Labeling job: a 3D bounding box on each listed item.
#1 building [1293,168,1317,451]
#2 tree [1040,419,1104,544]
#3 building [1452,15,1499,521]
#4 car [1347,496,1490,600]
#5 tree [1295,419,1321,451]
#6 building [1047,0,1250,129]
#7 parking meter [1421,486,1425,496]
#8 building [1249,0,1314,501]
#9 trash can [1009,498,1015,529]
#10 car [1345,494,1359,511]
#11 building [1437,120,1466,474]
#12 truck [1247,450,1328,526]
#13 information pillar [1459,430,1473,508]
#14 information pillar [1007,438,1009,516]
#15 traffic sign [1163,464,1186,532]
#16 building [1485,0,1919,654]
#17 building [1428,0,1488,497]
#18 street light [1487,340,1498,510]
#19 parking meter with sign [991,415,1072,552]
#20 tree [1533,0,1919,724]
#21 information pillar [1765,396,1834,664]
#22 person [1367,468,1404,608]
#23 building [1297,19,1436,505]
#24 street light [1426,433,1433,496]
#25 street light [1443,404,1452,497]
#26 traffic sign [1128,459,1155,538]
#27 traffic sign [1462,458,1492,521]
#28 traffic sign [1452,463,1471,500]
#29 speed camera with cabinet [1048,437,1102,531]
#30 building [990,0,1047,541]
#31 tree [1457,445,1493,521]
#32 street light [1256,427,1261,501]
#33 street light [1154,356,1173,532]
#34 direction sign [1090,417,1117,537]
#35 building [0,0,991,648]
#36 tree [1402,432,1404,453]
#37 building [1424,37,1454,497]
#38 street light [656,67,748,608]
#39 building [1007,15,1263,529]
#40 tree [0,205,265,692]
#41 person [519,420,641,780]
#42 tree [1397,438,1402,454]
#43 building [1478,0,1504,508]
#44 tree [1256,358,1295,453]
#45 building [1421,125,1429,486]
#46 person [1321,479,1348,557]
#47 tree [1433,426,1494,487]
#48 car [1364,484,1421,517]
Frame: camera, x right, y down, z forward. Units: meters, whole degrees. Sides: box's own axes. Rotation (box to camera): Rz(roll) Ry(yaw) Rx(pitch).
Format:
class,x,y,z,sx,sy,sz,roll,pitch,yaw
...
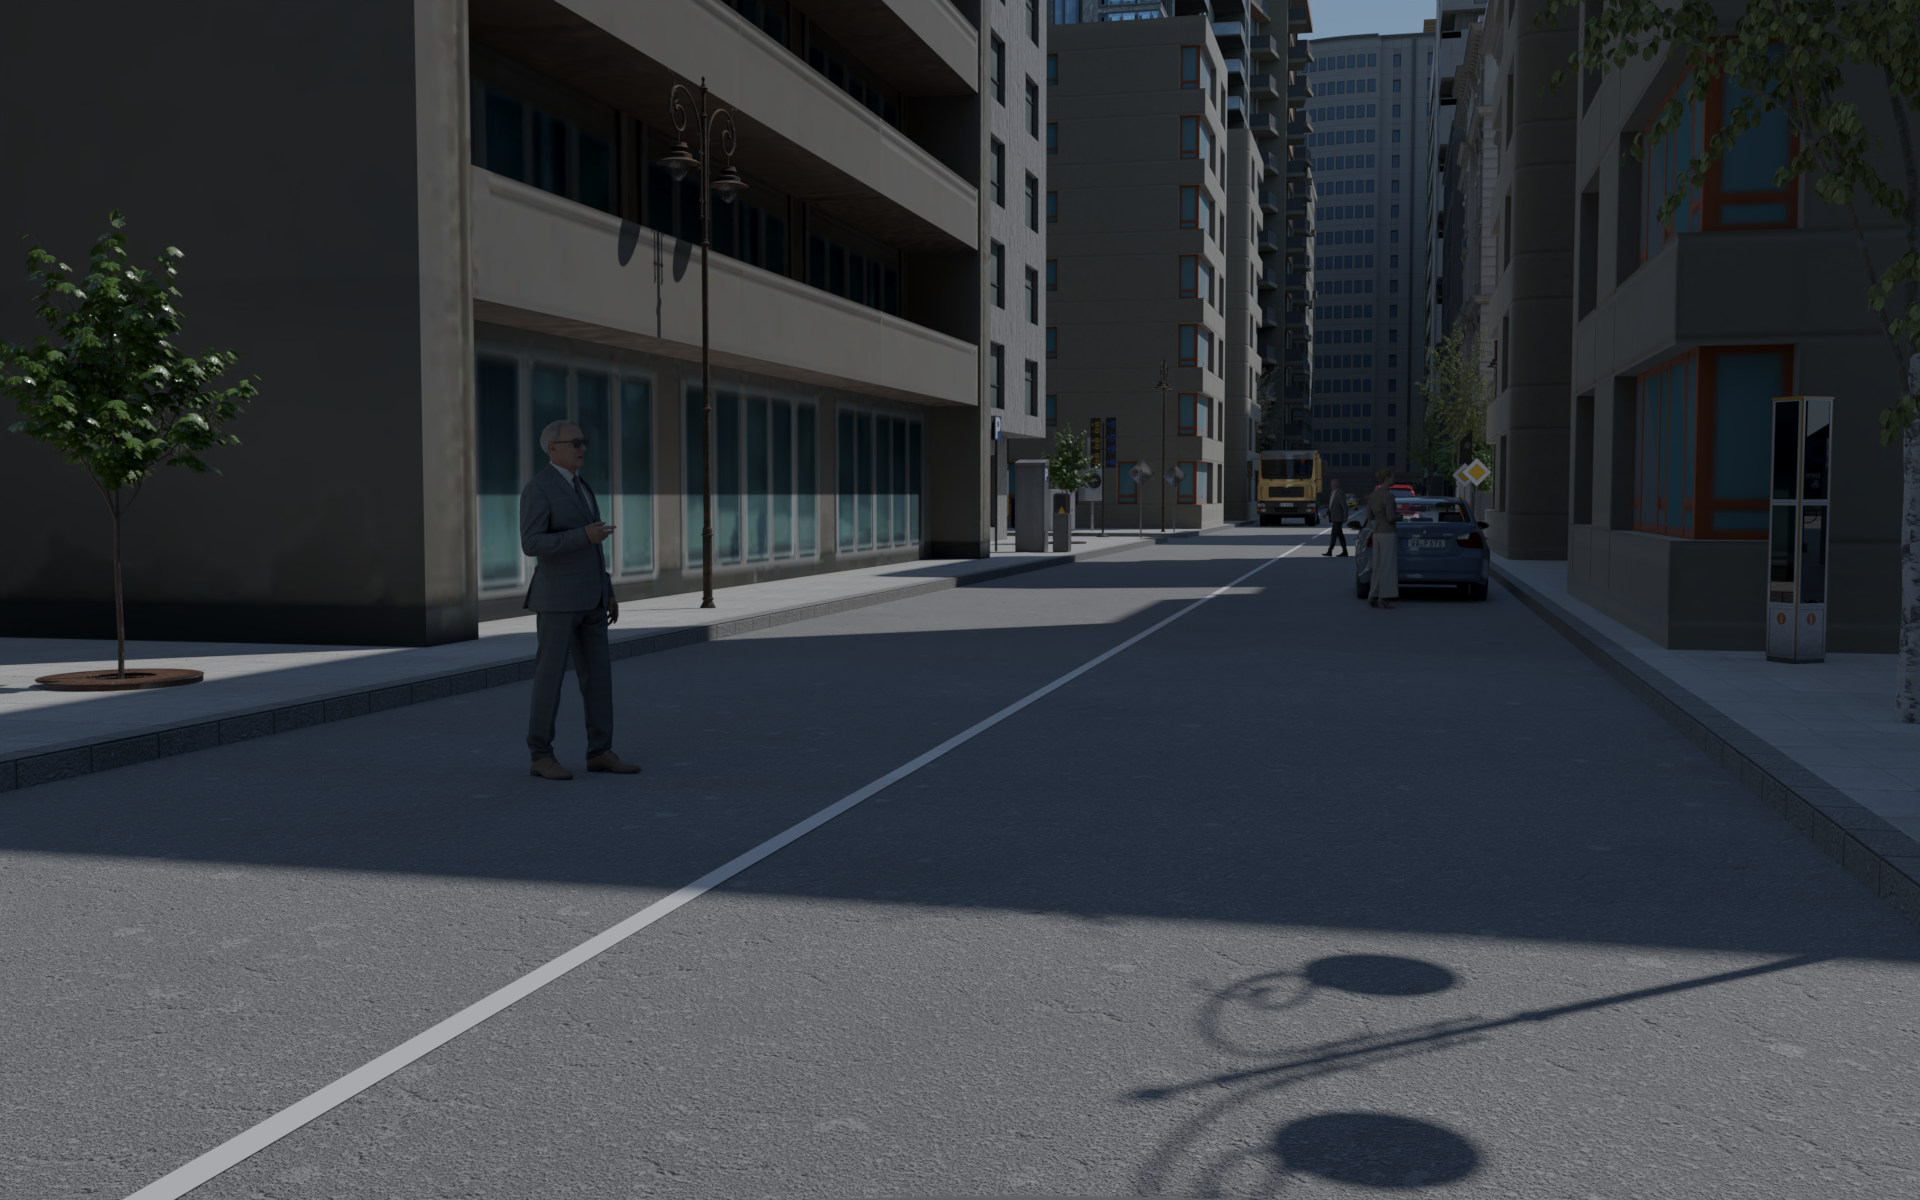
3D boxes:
class,x,y,z,sx,sy,sz,roll,pitch,yaw
building,27.155,-30.612,192.393,23.993,40.220,32.217,1,4,14
tree,2.901,-3.072,44.832,1.663,3.219,1.824,0,3,0
building,33.579,-18.635,92.064,14.401,28.519,23.554,1,4,14
car,6.564,-0.783,24.804,2.014,1.417,4.499,1,4,13
tree,32.379,-13.151,165.378,4.360,8.622,3.978,0,3,0
building,9.039,-49.050,114.644,22.319,86.520,31.000,1,4,14
parking meter,33.143,-7.234,123.985,0.255,1.863,0.399,0,4,8
building,18.238,-30.117,147.041,22.147,44.769,28.867,1,4,14
trash can,2.184,-3.199,63.955,0.748,1.137,0.748,0,3,0
car,33.887,-8.635,151.403,2.015,1.641,3.980,1,4,15
building,39.568,-19.667,115.063,14.314,27.812,24.014,1,4,14
truck,15.103,-5.091,79.156,3.469,3.379,9.791,1,4,13
information pillar,18.631,-4.430,63.791,0.183,3.616,0.504,-3,5,-40
information pillar,1.498,-4.193,59.906,0.183,3.616,0.504,3,5,39
traffic sign,7.191,-3.330,58.083,0.795,2.450,0.064,1,4,14
building,22.733,-10.963,24.289,27.650,21.520,28.899,1,4,14
building,55.135,-34.302,150.077,28.713,52.752,27.495,1,4,14
street light,14.703,-4.572,47.537,0.468,5.910,1.993,1,4,14
parking meter with sign,1.596,-2.574,38.343,1.738,3.016,0.543,1,4,17
tree,5.108,-3.616,9.482,4.737,8.622,4.395,0,3,0
information pillar,6.382,-0.531,13.173,0.304,2.012,0.304,-1,4,-19
person,5.350,-0.773,21.696,0.362,1.759,0.519,-1,4,-21
building,51.158,-41.506,220.614,28.212,58.520,21.231,1,4,14
street light,34.655,-9.486,127.888,0.468,5.910,1.993,1,4,14
street light,24.261,-6.931,86.107,0.468,5.910,1.993,1,4,14
traffic sign,5.262,-2.856,50.334,0.795,2.450,0.064,1,4,14
traffic sign,14.326,-2.717,48.066,0.795,2.450,0.064,1,4,14
traffic sign,16.254,-3.191,55.816,0.795,2.450,0.064,1,4,14
speed camera with cabinet,3.919,-4.019,60.039,2.038,3.252,0.660,-1,4,-22
building,-5.231,-16.794,46.288,14.107,30.474,14.160,1,4,14
tree,20.703,-4.525,68.593,1.663,3.219,1.824,0,3,0
street light,17.141,-7.765,99.738,0.468,5.910,1.993,1,4,14
street light,6.862,-5.233,58.344,0.468,5.910,1.993,1,4,14
direction sign,4.248,-3.634,51.406,0.876,3.537,0.379,2,4,35
building,-12.261,-24.588,25.715,21.300,48.544,21.600,1,4,14
tree,21.730,-7.604,74.684,4.737,8.622,4.395,0,3,0
building,58.363,-33.707,174.819,21.300,48.544,21.600,1,4,14
street light,-2.840,-2.847,19.334,0.468,5.910,1.993,1,4,14
building,-1.083,-14.377,80.108,27.650,21.520,28.899,1,4,14
tree,-5.558,-1.045,11.687,1.663,3.219,1.824,0,3,0
person,-1.902,-0.003,8.731,0.590,1.801,0.661,1,4,21
tree,35.872,-11.160,132.833,4.737,8.622,4.395,0,3,0
building,28.546,-13.570,58.027,21.152,22.565,11.583,1,4,14
tree,15.565,-8.770,93.747,4.360,8.622,3.978,0,3,0
building,58.999,-31.172,193.264,14.154,41.232,14.086,1,4,14
person,8.527,-1.871,39.488,0.834,1.777,0.661,-2,4,-24
tree,23.406,-5.854,79.431,4.285,4.588,4.351,0,3,0
car,17.567,-3.772,70.353,2.281,1.827,5.304,1,4,12
